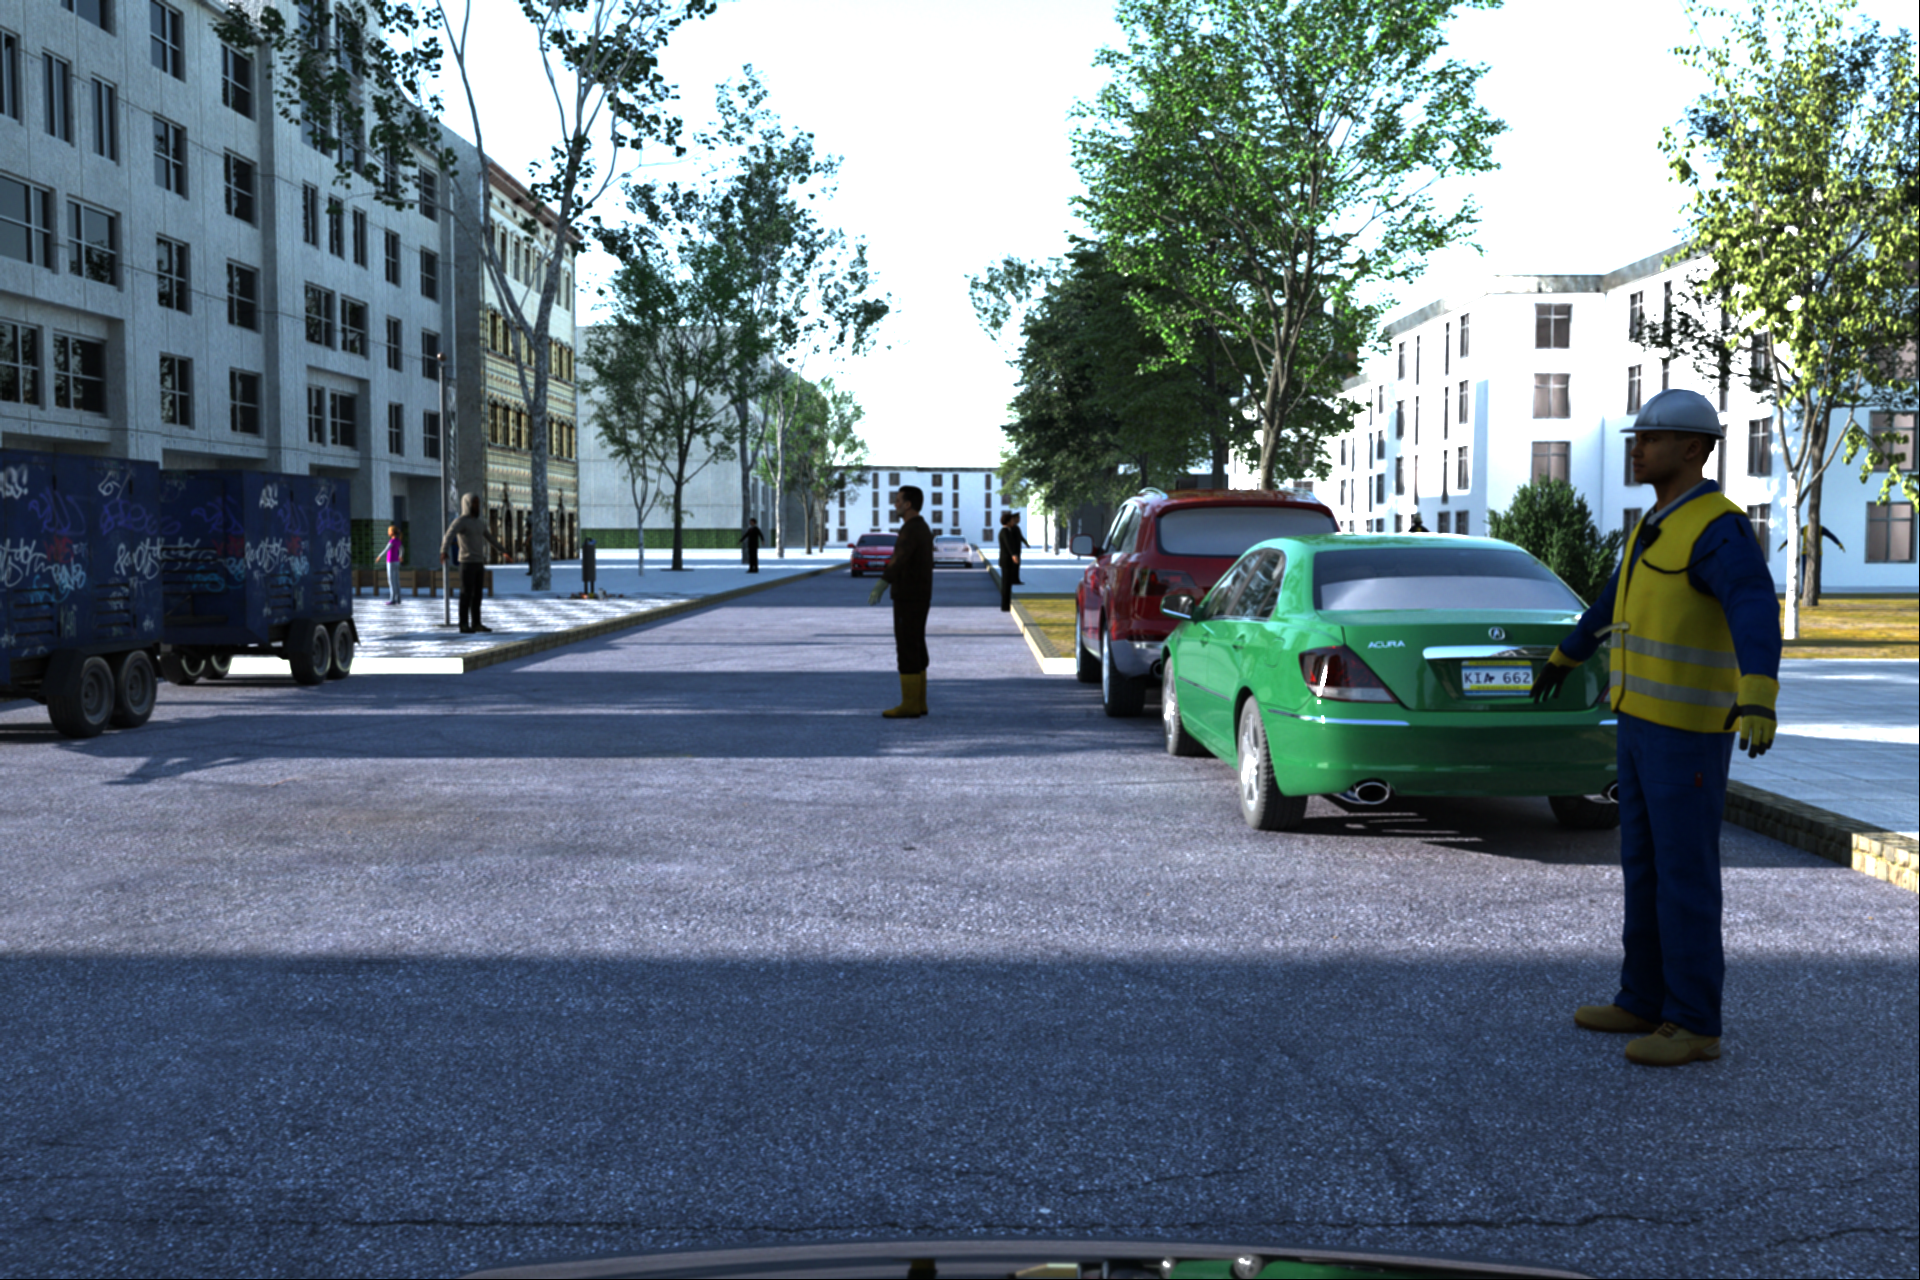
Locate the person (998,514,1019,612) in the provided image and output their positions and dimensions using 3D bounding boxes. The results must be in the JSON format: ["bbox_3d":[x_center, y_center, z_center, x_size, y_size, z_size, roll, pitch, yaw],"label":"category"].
[{"bbox_3d":[0.903,-1.432,32.064,0.705,1.806,1.347,0,4,-5],"label":"person"}]

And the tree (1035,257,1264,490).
[{"bbox_3d":[5.978,-7.318,54.054,7.601,10.594,8.767,-1,4,-10],"label":"tree"}]

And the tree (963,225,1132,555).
[{"bbox_3d":[6.854,-15.077,102.400,12.611,20.169,13.585,0,3,0],"label":"tree"}]

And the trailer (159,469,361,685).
[{"bbox_3d":[-6.792,-0.550,16.043,1.471,1.999,3.904,0,4,0],"label":"trailer"}]

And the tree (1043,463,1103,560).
[{"bbox_3d":[5.824,-8.219,84.743,4.360,8.622,3.978,0,3,0],"label":"tree"}]

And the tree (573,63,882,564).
[{"bbox_3d":[-9.730,-13.249,72.505,12.611,20.169,13.585,0,3,0],"label":"tree"}]

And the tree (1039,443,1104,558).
[{"bbox_3d":[6.006,-8.681,92.299,4.737,8.622,4.395,0,3,0],"label":"tree"}]

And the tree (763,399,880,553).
[{"bbox_3d":[-9.511,-11.178,117.181,8.767,10.594,7.601,0,4,3],"label":"tree"}]

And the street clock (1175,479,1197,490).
[{"bbox_3d":[2.946,-1.105,22.639,0.358,2.002,0.471,0,4,-1],"label":"street clock"}]

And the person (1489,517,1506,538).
[{"bbox_3d":[14.308,-2.355,45.302,1.217,1.733,0.721,2,4,32],"label":"person"}]

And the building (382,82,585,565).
[{"bbox_3d":[-28.644,-15.165,78.879,19.493,23.208,18.063,0,4,-1],"label":"building"}]

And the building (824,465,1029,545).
[{"bbox_3d":[-5.531,-16.374,212.311,28.070,9.664,9.099,0,4,-5],"label":"building"}]

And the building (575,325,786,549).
[{"bbox_3d":[-26.314,-18.120,162.722,16.747,18.905,31.486,0,3,0],"label":"building"}]

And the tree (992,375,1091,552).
[{"bbox_3d":[6.076,-12.564,123.552,7.486,12.596,7.792,0,3,0],"label":"tree"}]

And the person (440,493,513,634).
[{"bbox_3d":[-6.320,-1.000,22.484,0.705,1.813,1.348,2,4,24],"label":"person"}]

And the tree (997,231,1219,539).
[{"bbox_3d":[6.048,-10.052,71.005,9.857,13.997,8.962,0,3,0],"label":"tree"}]

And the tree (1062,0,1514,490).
[{"bbox_3d":[5.316,-6.315,29.009,9.928,11.665,9.643,0,3,0],"label":"tree"}]

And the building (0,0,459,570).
[{"bbox_3d":[-27.555,-11.170,49.094,16.747,18.905,31.486,0,4,1],"label":"building"}]

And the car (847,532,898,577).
[{"bbox_3d":[-2.726,-3.049,58.899,2.155,1.783,4.494,0,4,0],"label":"car"}]

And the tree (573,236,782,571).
[{"bbox_3d":[-9.778,-8.233,60.369,9.928,11.665,9.643,0,3,0],"label":"tree"}]

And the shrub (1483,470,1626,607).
[{"bbox_3d":[6.880,-0.969,20.256,1.690,2.028,1.600,0,3,0],"label":"shrub"}]

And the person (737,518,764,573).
[{"bbox_3d":[-6.852,-3.118,57.172,1.347,1.806,0.705,3,5,44],"label":"person"}]

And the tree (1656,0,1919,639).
[{"bbox_3d":[10.235,-4.308,20.805,4.737,8.622,4.395,0,3,0],"label":"tree"}]

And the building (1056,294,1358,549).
[{"bbox_3d":[22.850,-19.569,163.924,27.936,21.610,32.646,0,4,0],"label":"building"}]

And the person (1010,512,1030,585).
[{"bbox_3d":[1.434,-2.330,44.029,0.705,1.837,1.347,2,4,24],"label":"person"}]

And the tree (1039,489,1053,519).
[{"bbox_3d":[12.217,-16.063,212.997,4.360,8.622,3.978,0,3,0],"label":"tree"}]

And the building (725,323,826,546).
[{"bbox_3d":[-24.618,-21.912,189.188,19.493,23.208,18.063,0,4,-1],"label":"building"}]

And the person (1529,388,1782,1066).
[{"bbox_3d":[1.949,0.221,4.817,0.705,1.833,1.349,0,4,-3],"label":"person"}]

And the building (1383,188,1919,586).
[{"bbox_3d":[21.556,-6.975,56.187,9.099,9.664,28.070,0,4,0],"label":"building"}]

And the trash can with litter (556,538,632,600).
[{"bbox_3d":[-7.237,-1.447,34.723,1.678,1.210,2.233,0,4,2],"label":"trash can with litter"}]

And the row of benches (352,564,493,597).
[{"bbox_3d":[-11.395,-1.239,35.722,4.104,0.672,1.422,1,4,21],"label":"row of benches"}]

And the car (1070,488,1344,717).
[{"bbox_3d":[2.142,-0.395,15.130,2.281,1.827,5.304,0,3,0],"label":"car"}]

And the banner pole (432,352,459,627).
[{"bbox_3d":[-7.128,-2.090,24.191,0.401,3.779,0.863,0,4,0],"label":"banner pole"}]

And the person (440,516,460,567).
[{"bbox_3d":[-15.758,-2.952,54.127,1.347,1.847,0.705,3,4,38],"label":"person"}]

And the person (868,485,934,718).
[{"bbox_3d":[-0.416,-0.305,13.588,0.704,1.812,1.346,1,4,14],"label":"person"}]

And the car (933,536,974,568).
[{"bbox_3d":[-0.422,-3.744,73.575,2.083,1.381,4.827,0,4,-1],"label":"car"}]

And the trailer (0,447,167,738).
[{"bbox_3d":[-6.793,-0.288,11.758,1.471,1.999,3.904,0,4,1],"label":"trailer"}]

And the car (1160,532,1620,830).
[{"bbox_3d":[2.281,0.121,9.823,2.131,1.459,4.920,0,4,-1],"label":"car"}]

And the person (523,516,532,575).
[{"bbox_3d":[-13.388,-2.949,53.978,0.705,1.858,1.354,-2,4,-23],"label":"person"}]

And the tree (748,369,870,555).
[{"bbox_3d":[-9.417,-11.164,108.290,9.928,11.665,9.643,0,3,0],"label":"tree"}]

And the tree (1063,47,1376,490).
[{"bbox_3d":[5.804,-7.533,41.292,7.486,12.596,7.792,0,3,0],"label":"tree"}]

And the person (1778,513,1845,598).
[{"bbox_3d":[16.988,-1.719,34.562,1.216,1.772,0.721,3,4,36],"label":"person"}]

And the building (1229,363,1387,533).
[{"bbox_3d":[21.759,-9.522,97.828,9.099,9.664,28.070,0,3,0],"label":"building"}]

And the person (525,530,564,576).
[{"bbox_3d":[-12.593,-2.824,52.317,0.704,1.843,1.345,3,5,43],"label":"person"}]

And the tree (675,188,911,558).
[{"bbox_3d":[-9.056,-14.517,93.237,12.611,20.169,13.585,0,3,0],"label":"tree"}]

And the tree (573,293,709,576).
[{"bbox_3d":[-9.841,-6.294,53.267,4.360,8.622,3.978,0,3,0],"label":"tree"}]

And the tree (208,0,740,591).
[{"bbox_3d":[-10.493,-11.258,39.959,12.611,20.169,13.585,0,3,0],"label":"tree"}]

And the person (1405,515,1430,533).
[{"bbox_3d":[14.173,-2.929,53.672,1.354,1.856,0.705,0,4,7],"label":"person"}]

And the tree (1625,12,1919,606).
[{"bbox_3d":[15.480,-5.882,30.577,7.601,10.594,8.767,-1,4,-13],"label":"tree"}]

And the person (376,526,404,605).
[{"bbox_3d":[-10.369,-1.362,31.541,0.599,1.433,0.991,0,4,7],"label":"person"}]
